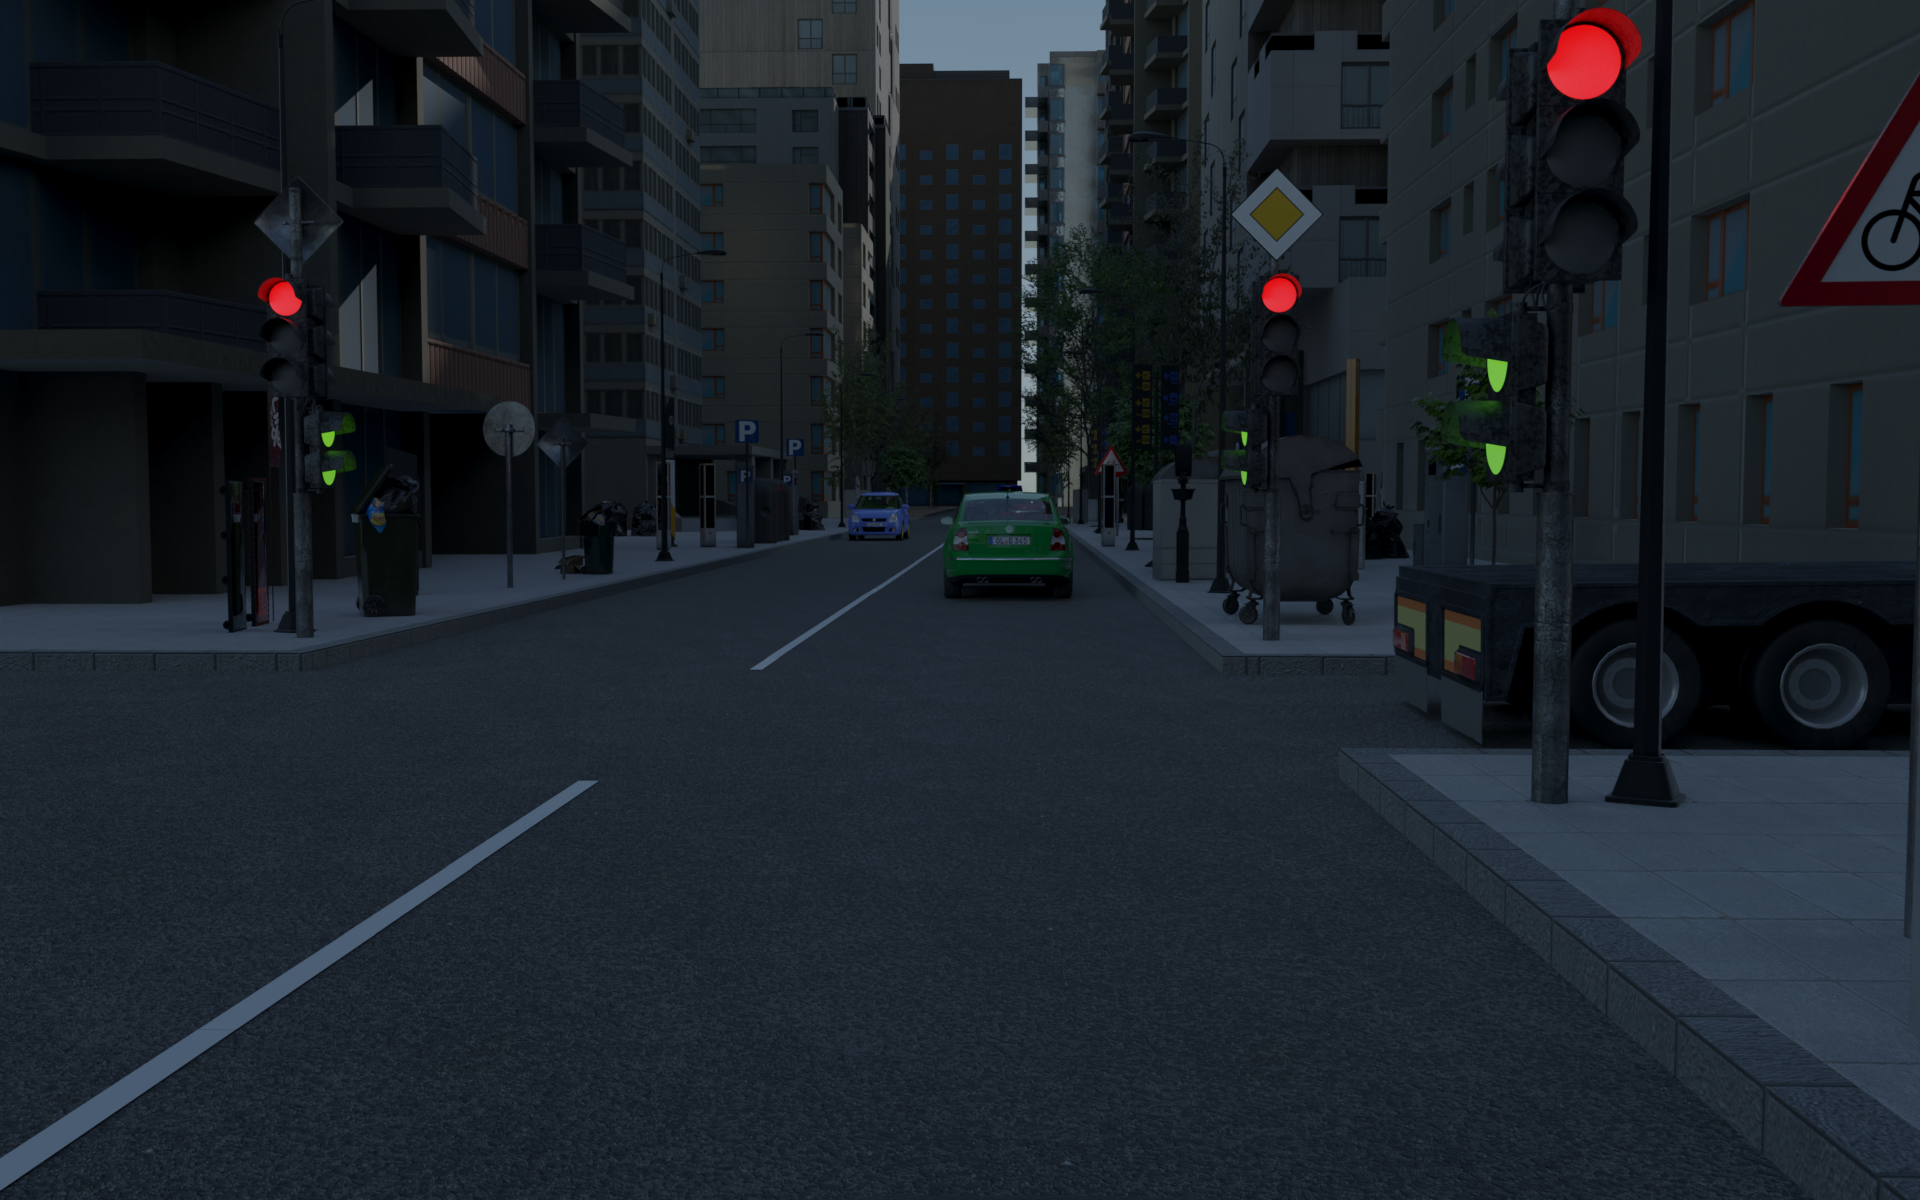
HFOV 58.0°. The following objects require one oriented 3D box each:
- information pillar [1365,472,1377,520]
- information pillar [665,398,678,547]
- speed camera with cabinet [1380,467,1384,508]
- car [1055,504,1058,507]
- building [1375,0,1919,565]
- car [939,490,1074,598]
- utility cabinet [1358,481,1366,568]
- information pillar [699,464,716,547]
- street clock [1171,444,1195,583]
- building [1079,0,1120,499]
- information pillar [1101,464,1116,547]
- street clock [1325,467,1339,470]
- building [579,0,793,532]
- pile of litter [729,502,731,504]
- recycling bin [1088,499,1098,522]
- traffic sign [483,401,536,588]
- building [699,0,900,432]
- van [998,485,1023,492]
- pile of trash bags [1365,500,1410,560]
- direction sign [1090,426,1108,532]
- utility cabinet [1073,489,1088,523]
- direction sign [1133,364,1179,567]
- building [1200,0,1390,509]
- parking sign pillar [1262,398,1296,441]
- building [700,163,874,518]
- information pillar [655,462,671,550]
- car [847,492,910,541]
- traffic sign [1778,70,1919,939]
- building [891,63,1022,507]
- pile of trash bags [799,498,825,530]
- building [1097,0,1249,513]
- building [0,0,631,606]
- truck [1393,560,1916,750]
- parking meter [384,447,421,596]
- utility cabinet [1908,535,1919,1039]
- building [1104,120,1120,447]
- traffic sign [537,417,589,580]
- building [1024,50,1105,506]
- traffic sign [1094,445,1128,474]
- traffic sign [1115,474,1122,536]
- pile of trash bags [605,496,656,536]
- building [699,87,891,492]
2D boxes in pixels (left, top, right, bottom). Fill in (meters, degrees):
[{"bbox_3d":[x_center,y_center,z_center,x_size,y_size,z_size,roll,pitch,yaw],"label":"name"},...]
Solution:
[{"bbox_3d":[13.997,-3.335,59.019,0.304,2.012,0.304,3,4,36],"label":"information pillar"},{"bbox_3d":[-7.053,-3.094,41.940,0.183,3.616,0.504,1,4,20],"label":"information pillar"},{"bbox_3d":[13.812,-3.746,55.586,0.660,3.252,2.038,1,4,13],"label":"speed camera with cabinet"},{"bbox_3d":[2.270,-3.090,59.559,2.155,1.783,4.494,0,4,4],"label":"car"},{"bbox_3d":[24.465,-11.245,28.896,28.899,21.520,27.650,0,4,2],"label":"building"},{"bbox_3d":[0.667,-1.001,25.160,1.959,1.807,4.718,0,4,0],"label":"car"},{"bbox_3d":[6.338,-1.286,29.708,1.173,1.500,0.318,1,4,21],"label":"utility cabinet"},{"bbox_3d":[-6.100,-2.287,41.883,0.304,2.012,0.304,-2,4,-31],"label":"information pillar"},{"bbox_3d":[3.222,-1.252,25.034,0.358,2.002,0.471,0,4,4],"label":"street clock"},{"bbox_3d":[21.171,-43.607,151.227,20.563,71.187,20.611,0,4,2],"label":"building"},{"bbox_3d":[3.617,-2.309,42.245,0.304,2.012,0.304,0,4,-5],"label":"information pillar"},{"bbox_3d":[9.853,-2.537,46.044,0.471,2.002,0.358,-2,4,-28],"label":"street clock"},{"bbox_3d":[-23.278,-22.904,66.366,32.217,40.220,23.993,0,4,2],"label":"building"},{"bbox_3d":[-12.105,-4.589,89.000,1.176,0.858,1.719,0,4,-4],"label":"pile of litter"},{"bbox_3d":[6.470,-4.204,81.290,0.722,1.027,0.722,-2,4,-35],"label":"recycling bin"},{"bbox_3d":[-6.163,-1.440,23.656,0.768,2.556,0.104,1,4,10],"label":"traffic sign"},{"bbox_3d":[-19.030,-34.229,148.884,27.495,52.752,28.713,0,4,2],"label":"building"},{"bbox_3d":[3.478,-7.109,120.609,2.240,2.365,5.245,0,4,1],"label":"van"},{"bbox_3d":[7.569,-1.571,35.443,1.912,1.369,3.447,-2,4,-28],"label":"pile of trash bags"},{"bbox_3d":[4.676,-4.053,58.266,0.876,3.537,0.379,-3,5,-44],"label":"direction sign"},{"bbox_3d":[5.251,-4.094,75.623,0.318,1.500,1.173,2,4,24],"label":"utility cabinet"},{"bbox_3d":[3.440,-2.349,30.402,0.876,3.537,0.379,-1,4,-20],"label":"direction sign"},{"bbox_3d":[24.775,-29.469,71.049,28.713,52.752,27.495,0,4,2],"label":"building"},{"bbox_3d":[7.557,-3.248,41.569,1.447,3.967,1.447,-1,4,-15],"label":"parking sign pillar"},{"bbox_3d":[-20.299,-15.941,105.671,27.650,21.520,28.899,0,4,2],"label":"building"},{"bbox_3d":[-6.773,-2.145,39.555,0.304,2.012,0.304,0,4,-2],"label":"information pillar"},{"bbox_3d":[-2.533,-2.746,54.488,1.945,1.707,3.694,0,4,3],"label":"car"},{"bbox_3d":[2.767,-0.302,4.938,0.884,2.594,0.081,0,4,5],"label":"traffic sign"},{"bbox_3d":[-0.546,-32.635,183.699,14.200,45.320,14.600,0,4,2],"label":"building"},{"bbox_3d":[-5.955,-3.214,62.299,1.912,1.369,3.447,-1,4,-12],"label":"pile of trash bags"},{"bbox_3d":[20.373,-27.989,112.245,22.147,44.769,28.867,0,4,2],"label":"building"},{"bbox_3d":[-18.757,-23.062,31.688,22.147,44.769,28.867,0,4,2],"label":"building"},{"bbox_3d":[12.279,-1.248,10.163,18.799,4.110,2.967,0,4,3],"label":"truck"},{"bbox_3d":[-7.023,-0.986,21.828,0.399,1.863,0.255,-2,4,-31],"label":"parking meter"},{"bbox_3d":[2.351,0.463,3.599,0.306,1.237,1.020,0,4,7],"label":"utility cabinet"},{"bbox_3d":[18.112,-22.208,134.797,14.160,30.474,14.107,0,4,2],"label":"building"},{"bbox_3d":[-5.936,-1.511,25.892,0.795,2.450,0.064,0,4,4],"label":"traffic sign"},{"bbox_3d":[22.208,-34.721,187.290,30.456,49.044,23.786,0,4,2],"label":"building"},{"bbox_3d":[4.026,-2.825,46.188,0.884,2.594,0.081,0,4,4],"label":"traffic sign"},{"bbox_3d":[4.784,-3.212,52.621,0.768,2.556,0.104,0,4,4],"label":"traffic sign"},{"bbox_3d":[-10.787,-2.639,52.903,3.447,1.369,1.912,-1,4,-8],"label":"pile of trash bags"},{"bbox_3d":[-12.567,-21.707,126.610,14.160,30.474,14.107,0,4,2],"label":"building"}]
